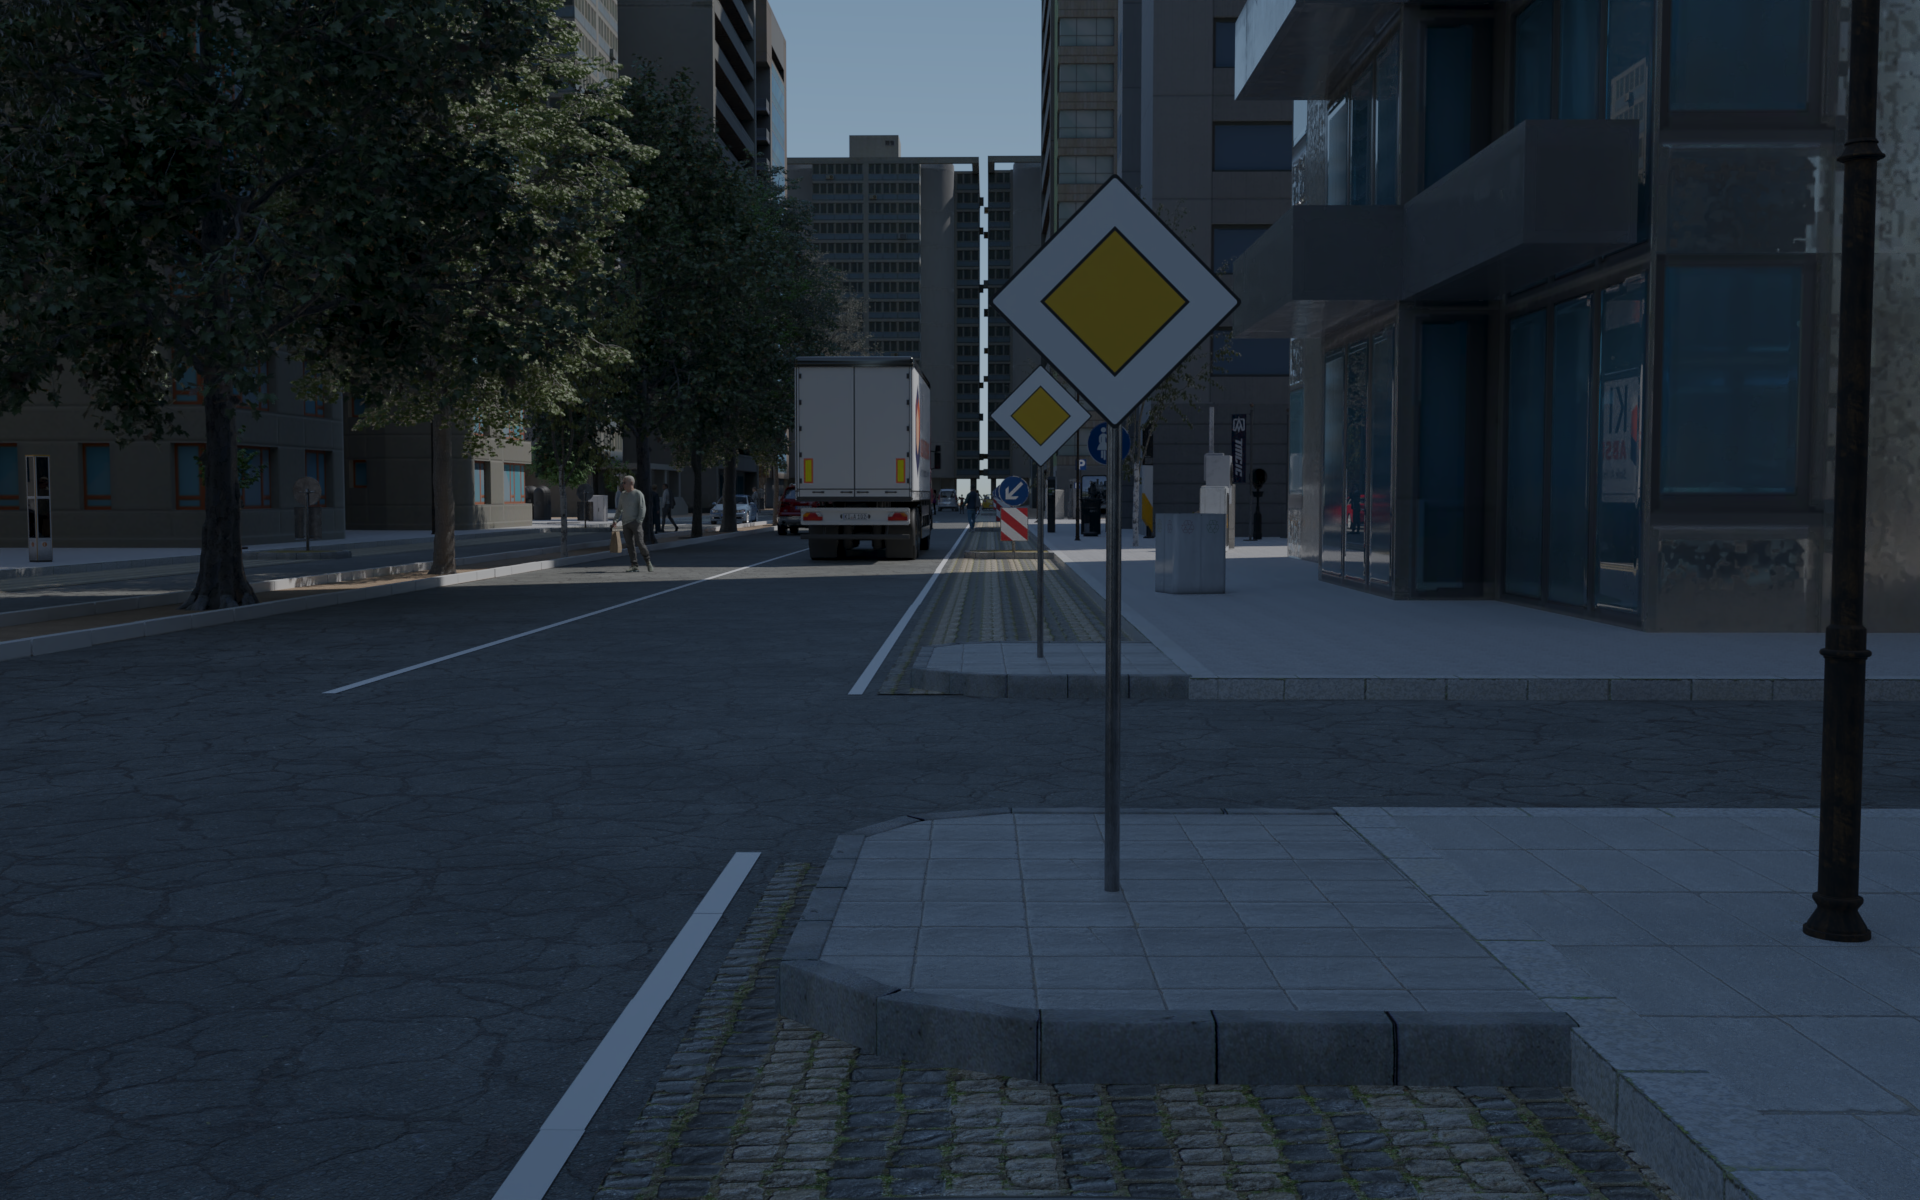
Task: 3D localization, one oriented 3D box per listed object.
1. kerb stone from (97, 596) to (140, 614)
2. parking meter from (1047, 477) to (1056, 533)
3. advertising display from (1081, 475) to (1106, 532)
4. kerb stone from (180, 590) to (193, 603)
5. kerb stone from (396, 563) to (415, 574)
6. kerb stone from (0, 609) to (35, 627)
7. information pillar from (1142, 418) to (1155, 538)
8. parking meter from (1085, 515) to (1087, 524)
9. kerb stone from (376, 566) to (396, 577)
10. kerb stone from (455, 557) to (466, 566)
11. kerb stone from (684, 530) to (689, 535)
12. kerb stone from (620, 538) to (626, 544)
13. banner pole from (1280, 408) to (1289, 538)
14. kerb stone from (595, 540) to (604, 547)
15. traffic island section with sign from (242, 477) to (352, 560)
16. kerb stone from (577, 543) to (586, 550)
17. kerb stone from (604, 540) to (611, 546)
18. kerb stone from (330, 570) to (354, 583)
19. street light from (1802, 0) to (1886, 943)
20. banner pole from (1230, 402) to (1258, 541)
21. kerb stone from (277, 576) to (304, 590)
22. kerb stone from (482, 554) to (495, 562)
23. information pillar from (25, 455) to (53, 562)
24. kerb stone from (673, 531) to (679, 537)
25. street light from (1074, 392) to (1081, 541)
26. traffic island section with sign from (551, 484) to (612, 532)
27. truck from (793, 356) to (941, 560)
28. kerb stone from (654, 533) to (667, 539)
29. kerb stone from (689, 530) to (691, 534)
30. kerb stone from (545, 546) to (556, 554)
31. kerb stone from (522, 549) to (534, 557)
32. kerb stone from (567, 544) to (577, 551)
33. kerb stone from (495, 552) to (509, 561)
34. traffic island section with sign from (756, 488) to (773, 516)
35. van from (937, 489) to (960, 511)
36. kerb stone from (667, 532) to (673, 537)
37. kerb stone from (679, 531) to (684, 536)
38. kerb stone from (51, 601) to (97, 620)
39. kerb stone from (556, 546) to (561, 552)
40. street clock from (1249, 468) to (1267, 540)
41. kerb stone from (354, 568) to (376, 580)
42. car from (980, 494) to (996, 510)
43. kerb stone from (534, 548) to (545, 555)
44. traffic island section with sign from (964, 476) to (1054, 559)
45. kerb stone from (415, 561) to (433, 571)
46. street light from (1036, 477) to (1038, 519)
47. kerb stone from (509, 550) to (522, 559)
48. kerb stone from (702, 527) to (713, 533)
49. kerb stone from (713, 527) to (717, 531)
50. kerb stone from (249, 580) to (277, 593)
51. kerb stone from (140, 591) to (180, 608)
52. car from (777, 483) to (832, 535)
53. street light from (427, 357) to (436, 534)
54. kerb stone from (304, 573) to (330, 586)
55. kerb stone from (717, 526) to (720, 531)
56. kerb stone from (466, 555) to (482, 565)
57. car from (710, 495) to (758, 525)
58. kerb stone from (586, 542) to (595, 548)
[{"bbox_3d":[-10.274,0.074,20.990,0.120,0.150,1.000,0,4,1],"label":"kerb stone"},{"bbox_3d":[3.043,-3.176,57.642,0.255,1.863,0.399,0,4,6],"label":"parking meter"},{"bbox_3d":[4.556,-3.260,58.522,0.974,1.923,0.123,2,4,30],"label":"advertising display"},{"bbox_3d":[-10.238,-0.052,23.042,0.120,0.150,1.000,0,4,1],"label":"kerb stone"},{"bbox_3d":[-10.096,-0.547,31.240,0.120,0.150,1.000,0,4,1],"label":"kerb stone"},{"bbox_3d":[-10.304,0.199,18.942,0.120,0.150,1.000,0,4,1],"label":"kerb stone"},{"bbox_3d":[5.431,-3.592,50.084,0.183,3.616,0.504,3,4,37],"label":"information pillar"},{"bbox_3d":[5.469,-4.269,75.502,0.399,1.863,0.255,-3,5,-44],"label":"parking meter"},{"bbox_3d":[-10.110,-0.490,30.214,0.120,0.150,1.000,0,4,1],"label":"kerb stone"},{"bbox_3d":[-10.046,-0.741,34.311,0.120,0.150,1.000,0,4,1],"label":"kerb stone"},{"bbox_3d":[-9.604,-2.303,59.937,0.120,0.150,1.000,0,4,1],"label":"kerb stone"},{"bbox_3d":[-9.759,-1.744,50.715,0.120,0.150,1.000,0,4,1],"label":"kerb stone"},{"bbox_3d":[9.743,-3.684,50.255,0.863,3.779,0.401,1,4,13],"label":"banner pole"},{"bbox_3d":[-9.833,-1.492,46.609,0.120,0.150,1.000,0,4,1],"label":"kerb stone"},{"bbox_3d":[-14.685,-1.826,38.478,1.989,1.847,2.006,0,4,1],"label":"traffic island section with sign"},{"bbox_3d":[-9.865,-1.364,44.552,0.120,0.150,1.000,0,4,1],"label":"kerb stone"},{"bbox_3d":[-9.813,-1.556,47.631,0.120,0.150,1.000,0,4,1],"label":"kerb stone"},{"bbox_3d":[-10.148,-0.364,28.170,0.120,0.150,1.000,0,4,1],"label":"kerb stone"},{"bbox_3d":[2.552,-1.962,4.862,0.468,5.910,1.993,0,4,1],"label":"street light"},{"bbox_3d":[7.791,-3.520,47.568,0.863,3.779,0.401,3,5,39],"label":"banner pole"},{"bbox_3d":[-10.184,-0.236,26.115,0.120,0.150,1.000,0,4,1],"label":"kerb stone"},{"bbox_3d":[-10.011,-0.861,36.361,0.120,0.150,1.000,0,4,1],"label":"kerb stone"},{"bbox_3d":[-17.327,-1.719,32.592,0.304,2.012,0.304,2,4,33],"label":"information pillar"},{"bbox_3d":[-9.632,-2.182,57.892,0.120,0.150,1.000,0,4,1],"label":"kerb stone"},{"bbox_3d":[3.239,-4.573,47.564,0.468,5.910,1.993,0,4,1],"label":"street light"},{"bbox_3d":[-14.228,-3.474,65.430,1.989,1.847,2.006,0,4,1],"label":"traffic island section with sign"},{"bbox_3d":[-2.020,-3.182,40.933,2.839,4.237,11.283,0,4,1],"label":"truck"},{"bbox_3d":[-9.669,-2.058,55.847,0.120,0.150,1.000,0,4,1],"label":"kerb stone"},{"bbox_3d":[-9.586,-2.371,60.959,0.120,0.150,1.000,0,4,1],"label":"kerb stone"},{"bbox_3d":[-9.918,-1.173,41.482,0.120,0.150,1.000,0,4,1],"label":"kerb stone"},{"bbox_3d":[-9.953,-1.050,39.431,0.120,0.150,1.000,0,4,1],"label":"kerb stone"},{"bbox_3d":[-9.881,-1.300,43.530,0.120,0.150,1.000,0,4,1],"label":"kerb stone"},{"bbox_3d":[-9.994,-0.926,37.385,0.120,0.150,1.000,0,4,1],"label":"kerb stone"},{"bbox_3d":[-13.353,-6.544,115.623,1.989,1.847,2.006,0,4,1],"label":"traffic island section with sign"},{"bbox_3d":[-0.970,-8.369,143.850,2.013,2.044,4.112,0,4,2],"label":"van"},{"bbox_3d":[-9.656,-2.121,56.869,0.120,0.150,1.000,0,4,1],"label":"kerb stone"},{"bbox_3d":[-9.620,-2.246,58.914,0.120,0.150,1.000,0,4,1],"label":"kerb stone"},{"bbox_3d":[-10.296,0.136,19.964,0.120,0.150,1.000,0,4,1],"label":"kerb stone"},{"bbox_3d":[-9.899,-1.238,42.508,0.120,0.150,1.000,0,4,1],"label":"kerb stone"},{"bbox_3d":[8.384,-2.703,48.756,0.471,2.002,0.358,-1,4,-17],"label":"street clock"},{"bbox_3d":[-10.128,-0.428,29.192,0.120,0.150,1.000,0,4,1],"label":"kerb stone"},{"bbox_3d":[2.760,-8.520,149.523,2.015,1.641,3.980,0,4,-1],"label":"car"},{"bbox_3d":[-9.943,-1.116,40.460,0.120,0.150,1.000,0,4,1],"label":"kerb stone"},{"bbox_3d":[1.089,-1.842,38.738,1.989,1.847,2.006,0,4,1],"label":"traffic island section with sign"},{"bbox_3d":[-10.076,-0.616,32.267,0.120,0.150,1.000,0,4,1],"label":"kerb stone"},{"bbox_3d":[3.937,-7.022,87.595,0.468,5.910,1.993,0,4,1],"label":"street light"},{"bbox_3d":[-9.973,-0.992,38.408,0.120,0.150,1.000,0,4,1],"label":"kerb stone"},{"bbox_3d":[-9.511,-2.621,65.047,0.120,0.150,1.000,0,4,1],"label":"kerb stone"},{"bbox_3d":[-9.496,-2.681,66.071,0.120,0.150,1.000,0,4,1],"label":"kerb stone"},{"bbox_3d":[-10.202,-0.177,25.092,0.120,0.150,1.000,0,4,1],"label":"kerb stone"},{"bbox_3d":[-10.249,0.011,22.017,0.120,0.150,1.000,0,4,1],"label":"kerb stone"},{"bbox_3d":[-5.290,-3.253,61.862,2.281,1.827,5.304,0,4,2],"label":"car"},{"bbox_3d":[-16.756,-5.027,54.976,0.468,5.910,1.993,0,4,1],"label":"street light"},{"bbox_3d":[-10.169,-0.301,27.145,0.120,0.150,1.000,0,4,1],"label":"kerb stone"},{"bbox_3d":[-9.480,-2.746,67.099,0.120,0.150,1.000,0,4,1],"label":"kerb stone"},{"bbox_3d":[-10.021,-0.798,35.336,0.120,0.150,1.000,0,4,1],"label":"kerb stone"},{"bbox_3d":[-10.762,-4.333,82.850,2.014,1.417,4.499,0,4,2],"label":"car"},{"bbox_3d":[-9.850,-1.430,45.580,0.120,0.150,1.000,0,4,1],"label":"kerb stone"}]
